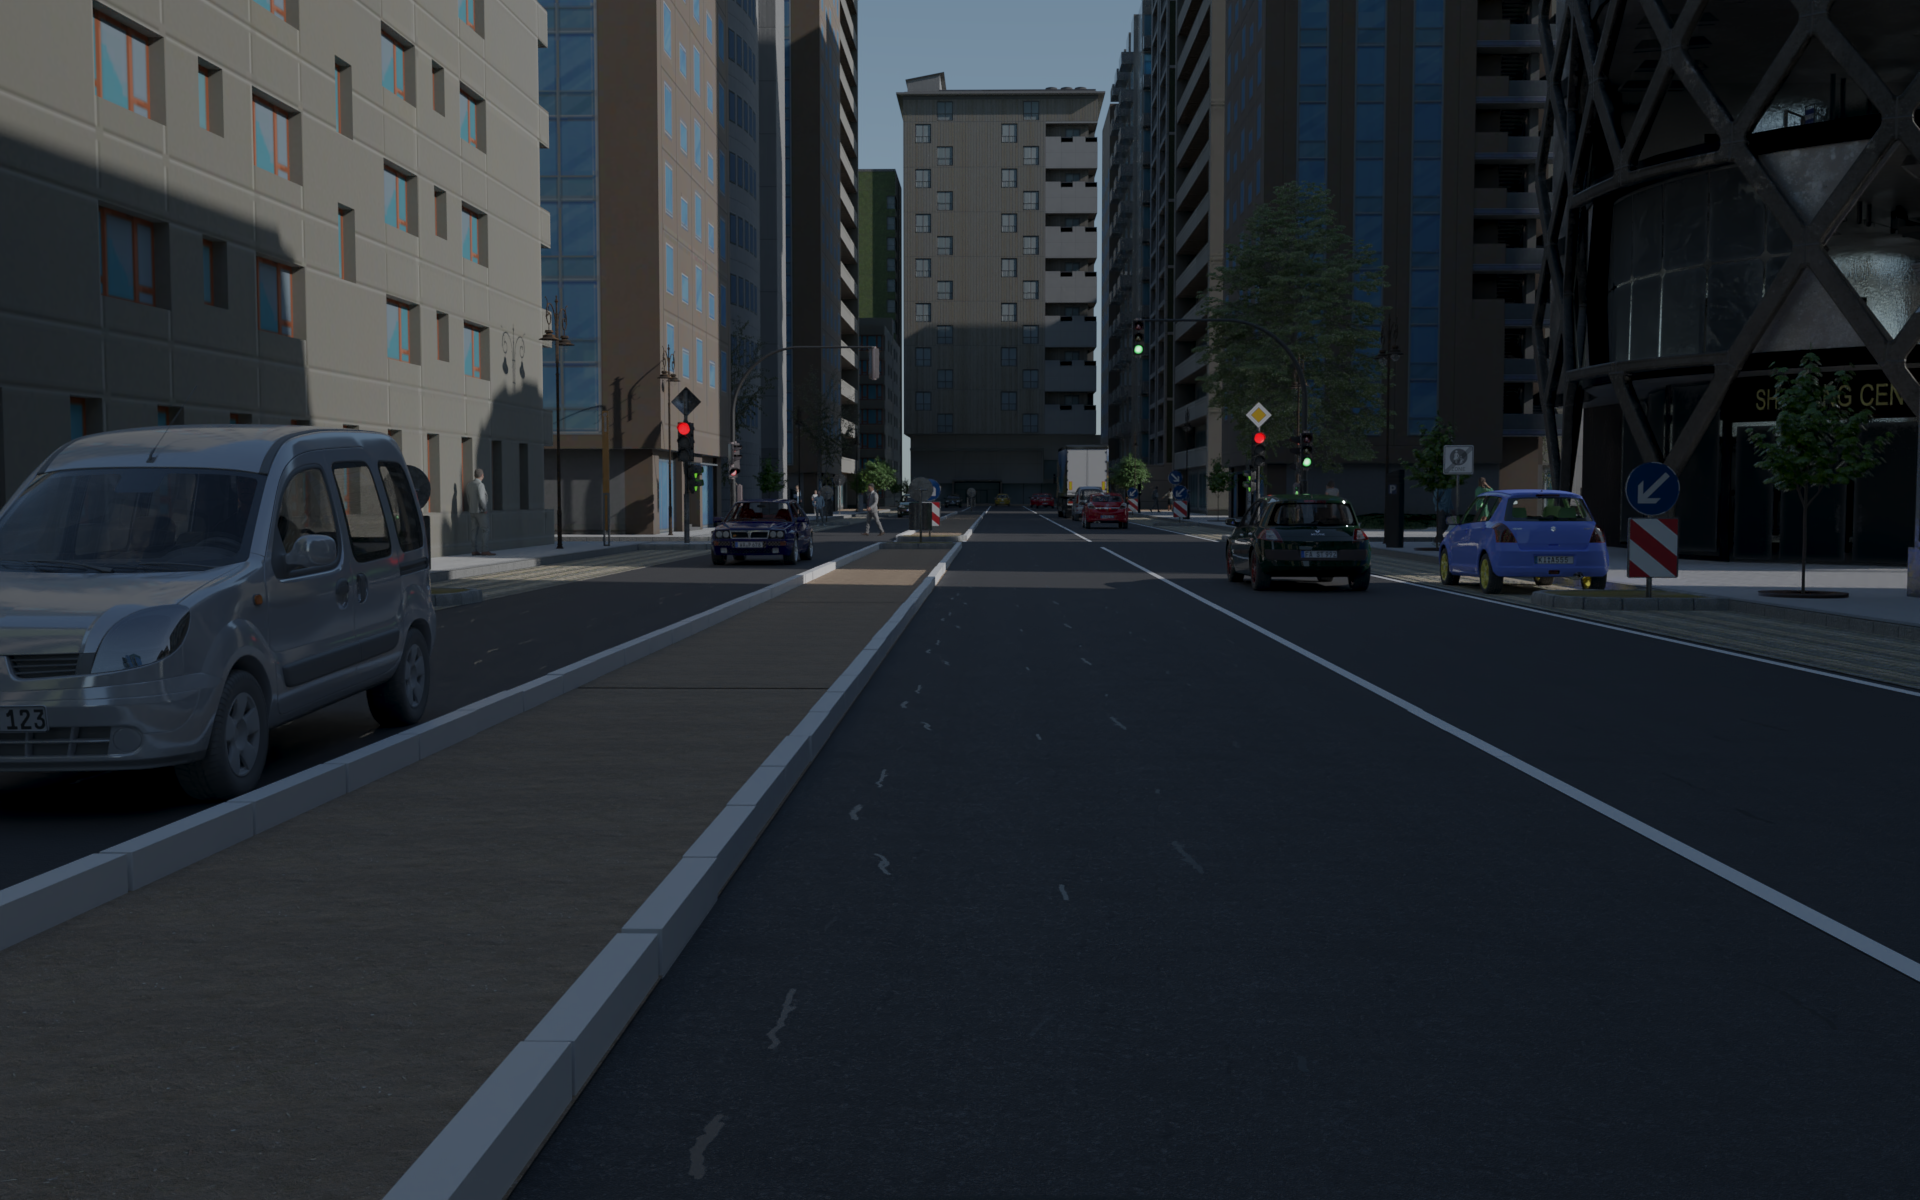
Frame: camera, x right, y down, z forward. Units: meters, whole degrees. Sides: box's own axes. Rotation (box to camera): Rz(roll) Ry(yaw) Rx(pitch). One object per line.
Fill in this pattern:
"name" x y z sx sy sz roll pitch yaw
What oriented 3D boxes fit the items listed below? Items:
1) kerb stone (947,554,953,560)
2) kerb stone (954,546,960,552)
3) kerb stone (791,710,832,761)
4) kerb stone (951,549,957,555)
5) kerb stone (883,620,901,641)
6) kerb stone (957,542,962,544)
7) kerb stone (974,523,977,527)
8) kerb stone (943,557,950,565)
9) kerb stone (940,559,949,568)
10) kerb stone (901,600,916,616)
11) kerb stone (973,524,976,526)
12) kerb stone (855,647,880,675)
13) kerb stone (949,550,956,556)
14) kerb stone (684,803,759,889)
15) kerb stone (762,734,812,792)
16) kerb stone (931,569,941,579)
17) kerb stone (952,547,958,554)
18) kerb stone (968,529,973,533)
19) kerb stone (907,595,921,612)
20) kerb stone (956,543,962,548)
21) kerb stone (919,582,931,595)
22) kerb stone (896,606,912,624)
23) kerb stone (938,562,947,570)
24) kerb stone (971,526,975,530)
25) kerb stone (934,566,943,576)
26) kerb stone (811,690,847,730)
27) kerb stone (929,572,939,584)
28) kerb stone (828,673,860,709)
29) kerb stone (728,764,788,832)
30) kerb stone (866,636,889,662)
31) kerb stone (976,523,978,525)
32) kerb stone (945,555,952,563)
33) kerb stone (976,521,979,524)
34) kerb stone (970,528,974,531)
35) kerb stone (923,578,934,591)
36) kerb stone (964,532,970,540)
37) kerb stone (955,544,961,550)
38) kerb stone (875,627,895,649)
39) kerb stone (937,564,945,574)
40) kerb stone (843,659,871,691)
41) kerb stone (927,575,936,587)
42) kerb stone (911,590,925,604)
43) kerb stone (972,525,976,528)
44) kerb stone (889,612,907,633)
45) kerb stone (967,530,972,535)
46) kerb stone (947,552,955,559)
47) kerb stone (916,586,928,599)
"kerb stone" -0.261 -0.805 35.354 0.120 0.150 1.000 0 4 1
"kerb stone" -0.135 -1.119 40.488 0.120 0.150 1.000 0 4 1
"kerb stone" -0.838 0.766 9.707 0.120 0.150 1.000 0 4 1
"kerb stone" -0.190 -0.993 38.438 0.120 0.150 1.000 0 4 1
"kerb stone" -0.685 0.327 16.890 0.120 0.150 1.000 0 4 1
"kerb stone" -0.067 -1.307 43.561 0.120 0.150 1.000 0 4 1
"kerb stone" 0.527 -2.903 69.719 0.120 0.150 1.000 0 4 1
"kerb stone" -0.307 -0.677 33.287 0.120 0.150 1.000 0 4 1
"kerb stone" -0.333 -0.615 32.265 0.120 0.150 1.000 0 4 1
"kerb stone" -0.618 0.137 19.956 0.120 0.150 1.000 0 4 1
"kerb stone" 0.477 -2.781 67.671 0.120 0.150 1.000 0 4 1
"kerb stone" -0.752 0.517 13.807 0.120 0.150 1.000 0 4 1
"kerb stone" -0.215 -0.931 37.416 0.120 0.150 1.000 0 4 1
"kerb stone" -0.912 0.953 6.641 0.120 0.150 1.000 0 4 1
"kerb stone" -0.871 0.826 8.684 0.120 0.150 1.000 0 4 1
"kerb stone" -0.420 -0.365 28.158 0.120 0.150 1.000 0 4 1
"kerb stone" -0.166 -1.052 39.467 0.120 0.150 1.000 0 4 1
"kerb stone" 0.291 -2.275 59.457 0.120 0.150 1.000 0 4 1
"kerb stone" -0.585 0.075 20.977 0.120 0.150 1.000 0 4 1
"kerb stone" -0.093 -1.244 42.535 0.120 0.150 1.000 0 4 1
"kerb stone" -0.516 -0.114 24.061 0.120 0.150 1.000 0 4 1
"kerb stone" -0.639 0.200 18.933 0.120 0.150 1.000 0 4 1
"kerb stone" -0.348 -0.553 31.237 0.120 0.150 1.000 0 4 1
"kerb stone" 0.394 -2.531 63.577 0.120 0.150 1.000 0 4 1
"kerb stone" -0.401 -0.428 29.190 0.120 0.150 1.000 0 4 1
"kerb stone" -0.821 0.704 10.737 0.120 0.150 1.000 0 4 1
"kerb stone" -0.440 -0.302 27.127 0.120 0.150 1.000 0 4 1
"kerb stone" -0.796 0.639 11.759 0.120 0.150 1.000 0 4 1
"kerb stone" -0.894 0.890 7.663 0.120 0.150 1.000 0 4 1
"kerb stone" -0.727 0.450 14.839 0.120 0.150 1.000 0 4 1
"kerb stone" 0.548 -2.969 70.747 0.120 0.150 1.000 0 4 1
"kerb stone" -0.279 -0.741 34.320 0.120 0.150 1.000 0 4 1
"kerb stone" 0.637 -3.220 74.835 0.120 0.150 1.000 0 4 1
"kerb stone" 0.322 -2.342 60.494 0.120 0.150 1.000 0 4 1
"kerb stone" -0.486 -0.177 25.082 0.120 0.150 1.000 0 4 1
"kerb stone" 0.170 -1.966 54.331 0.120 0.150 1.000 0 4 1
"kerb stone" -0.115 -1.182 41.514 0.120 0.150 1.000 0 4 1
"kerb stone" -0.710 0.387 15.868 0.120 0.150 1.000 0 4 1
"kerb stone" -0.379 -0.490 30.215 0.120 0.150 1.000 0 4 1
"kerb stone" -0.770 0.576 12.781 0.120 0.150 1.000 0 4 1
"kerb stone" -0.474 -0.239 26.105 0.120 0.150 1.000 0 4 1
"kerb stone" -0.564 0.011 22.012 0.120 0.150 1.000 0 4 1
"kerb stone" 0.435 -2.656 65.624 0.120 0.150 1.000 0 4 1
"kerb stone" -0.658 0.262 17.911 0.120 0.150 1.000 0 4 1
"kerb stone" 0.251 -2.153 57.399 0.120 0.150 1.000 0 4 1
"kerb stone" -0.232 -0.868 36.387 0.120 0.150 1.000 0 4 1
"kerb stone" -0.543 -0.052 23.039 0.120 0.150 1.000 0 4 1
